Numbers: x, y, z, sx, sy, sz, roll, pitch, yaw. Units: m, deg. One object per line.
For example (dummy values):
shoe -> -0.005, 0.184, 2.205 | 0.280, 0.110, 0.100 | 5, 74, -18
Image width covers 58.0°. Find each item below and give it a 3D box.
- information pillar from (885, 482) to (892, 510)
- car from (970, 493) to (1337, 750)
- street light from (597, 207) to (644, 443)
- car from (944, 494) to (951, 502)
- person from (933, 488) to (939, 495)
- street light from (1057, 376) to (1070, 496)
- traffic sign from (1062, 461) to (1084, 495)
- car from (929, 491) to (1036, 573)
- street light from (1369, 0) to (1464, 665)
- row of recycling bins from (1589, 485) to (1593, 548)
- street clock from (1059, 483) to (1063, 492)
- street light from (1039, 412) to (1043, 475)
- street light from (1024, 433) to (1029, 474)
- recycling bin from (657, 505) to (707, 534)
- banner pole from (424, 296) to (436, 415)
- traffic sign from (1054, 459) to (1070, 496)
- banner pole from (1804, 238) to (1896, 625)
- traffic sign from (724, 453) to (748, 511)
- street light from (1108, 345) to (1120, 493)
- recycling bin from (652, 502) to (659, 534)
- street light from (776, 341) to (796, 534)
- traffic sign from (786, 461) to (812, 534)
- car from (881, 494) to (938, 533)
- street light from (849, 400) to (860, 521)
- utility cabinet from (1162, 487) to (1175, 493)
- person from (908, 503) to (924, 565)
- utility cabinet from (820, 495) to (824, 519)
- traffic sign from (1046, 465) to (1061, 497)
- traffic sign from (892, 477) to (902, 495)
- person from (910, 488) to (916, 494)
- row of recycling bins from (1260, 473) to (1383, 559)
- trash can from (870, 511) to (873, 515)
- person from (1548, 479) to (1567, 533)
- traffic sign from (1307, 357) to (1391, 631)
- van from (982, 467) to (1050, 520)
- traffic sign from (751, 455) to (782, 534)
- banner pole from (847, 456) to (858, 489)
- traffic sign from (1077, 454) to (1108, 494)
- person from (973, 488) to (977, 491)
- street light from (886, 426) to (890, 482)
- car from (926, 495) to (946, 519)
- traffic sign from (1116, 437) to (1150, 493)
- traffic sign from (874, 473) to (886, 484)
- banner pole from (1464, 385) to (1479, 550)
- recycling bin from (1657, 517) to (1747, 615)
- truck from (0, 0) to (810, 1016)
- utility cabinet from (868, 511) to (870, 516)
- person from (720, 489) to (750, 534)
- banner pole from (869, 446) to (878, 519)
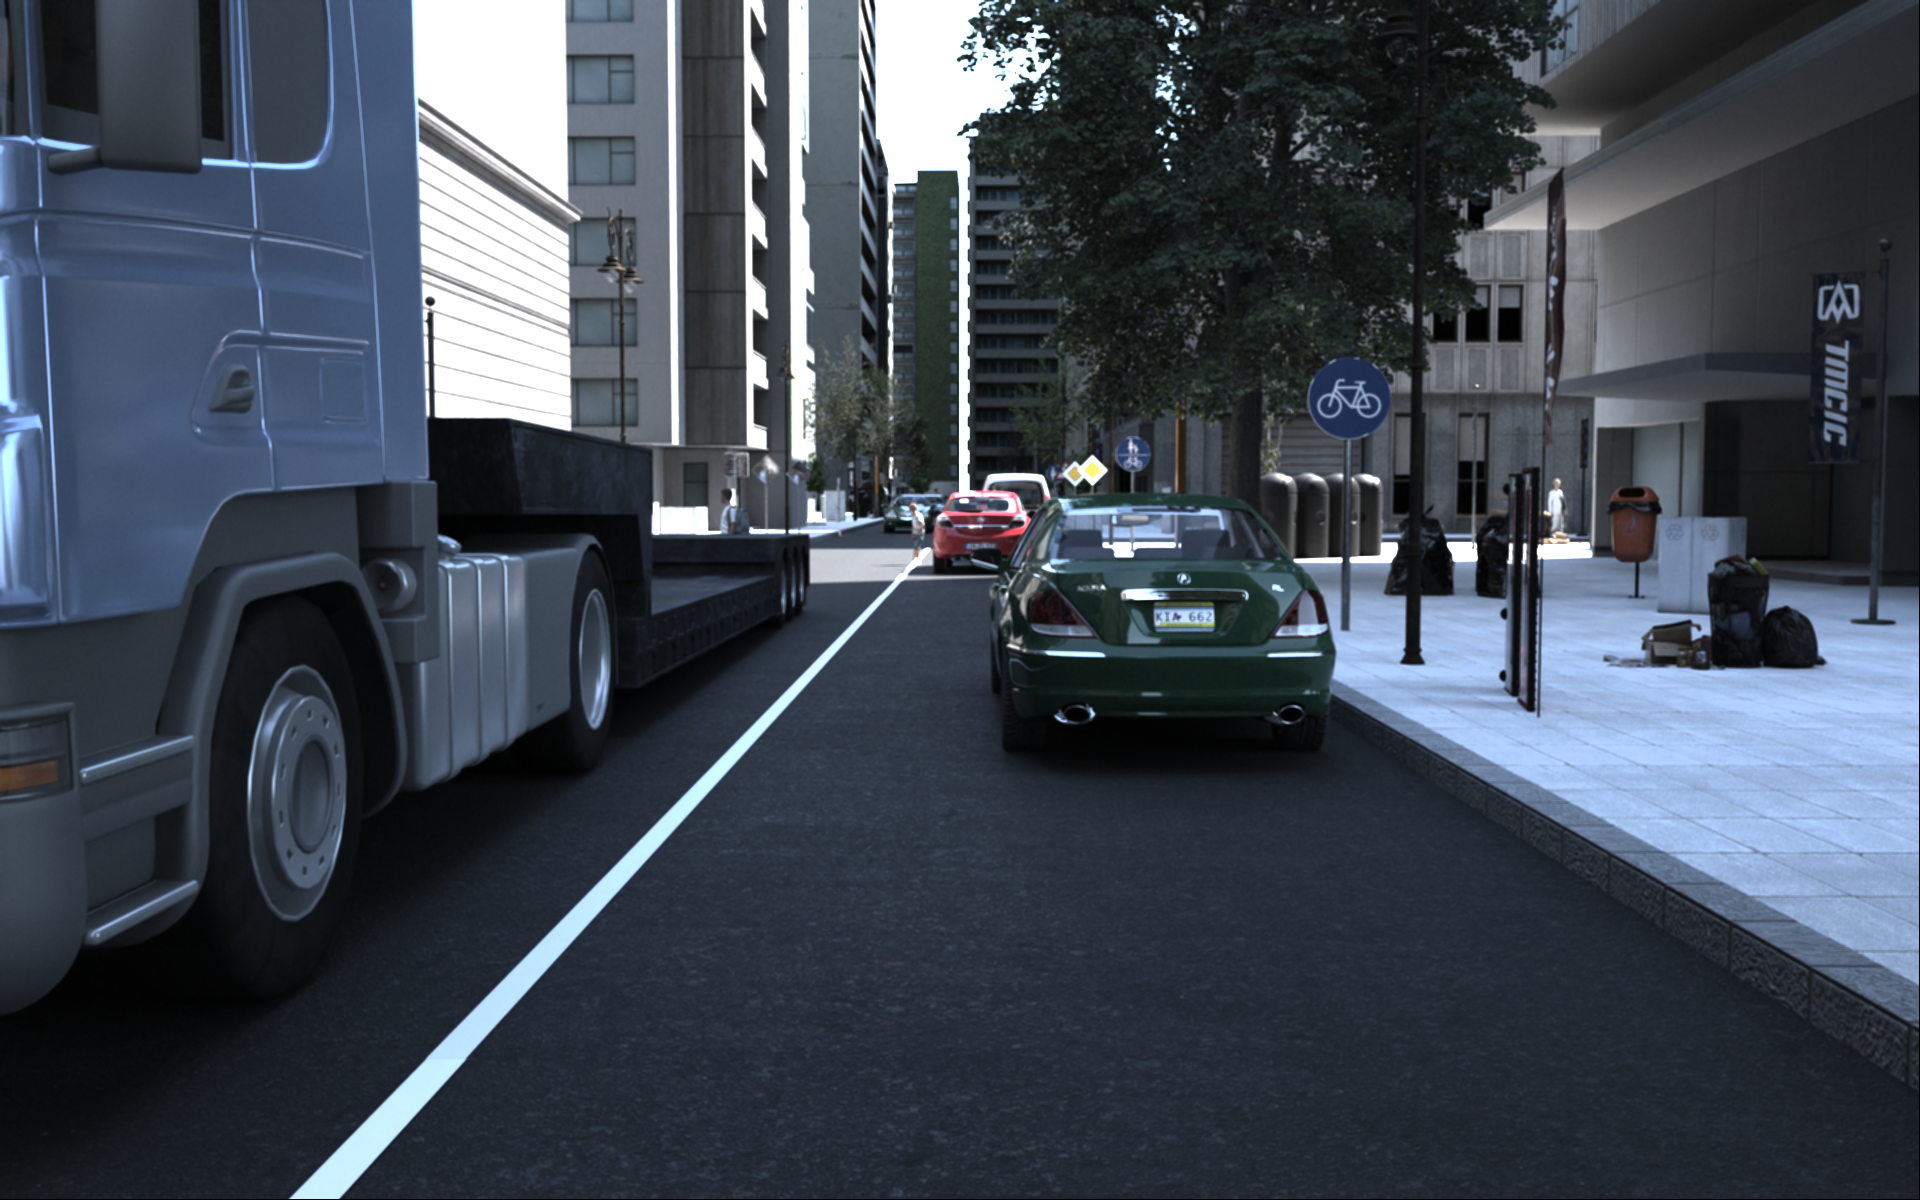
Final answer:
information pillar -> -4.212, -5.944, 101.672 | 0.304, 2.012, 0.304 | -2, 4, -29
car -> 1.131, 0.042, 11.116 | 2.131, 1.459, 4.920 | 0, 4, 0
street light -> -5.496, -3.391, 28.226 | 0.468, 5.910, 1.993 | 0, 4, 1
car -> -0.923, -10.384, 181.775 | 2.014, 1.417, 4.499 | 0, 3, 0
person -> -1.397, -6.023, 107.319 | 0.599, 1.781, 0.374 | 1, 4, 18
street light -> 4.070, -5.821, 67.959 | 0.468, 5.910, 1.993 | 0, 4, 1
traffic sign -> 3.455, -2.959, 52.029 | 0.795, 2.450, 0.064 | 0, 4, 1
car -> 0.461, -1.458, 32.876 | 2.155, 1.783, 4.494 | 0, 4, 2
street light -> 3.420, -2.454, 12.912 | 0.468, 5.910, 1.993 | 0, 4, 1
row of recycling bins -> 15.343, -1.999, 39.802 | 1.069, 1.692, 3.534 | 0, 4, 2
street clock -> 6.423, -6.405, 109.291 | 0.358, 2.002, 0.471 | -2, 4, -25
street light -> 4.497, -7.612, 97.249 | 0.468, 5.910, 1.993 | 0, 4, 1
street light -> 4.871, -9.417, 126.759 | 0.468, 5.910, 1.993 | 0, 4, 1
recycling bin -> -5.305, -1.269, 33.300 | 0.722, 1.027, 0.722 | 1, 4, 10
banner pole -> -6.825, -1.946, 21.828 | 0.401, 3.779, 0.863 | 2, 4, 31
traffic sign -> 3.957, -3.963, 64.798 | 0.884, 2.594, 0.081 | 0, 4, 8
banner pole -> 8.854, -1.661, 17.177 | 0.863, 3.779, 0.401 | 2, 4, 33
traffic sign -> -5.517, -2.479, 42.662 | 0.606, 2.300, 0.079 | 0, 4, 5
street light -> 3.751, -4.282, 42.800 | 0.468, 5.910, 1.993 | 0, 4, 1
recycling bin -> -9.477, -2.415, 52.045 | 0.722, 1.027, 0.722 | 0, 4, 2
street light -> -5.241, -4.864, 52.321 | 0.468, 5.910, 1.993 | 0, 4, 1
traffic sign -> -4.838, -2.967, 52.145 | 0.795, 2.450, 0.064 | 0, 4, 1
car -> -1.883, -3.279, 65.418 | 2.131, 1.459, 4.920 | 0, 4, 1
street light -> -4.999, -6.685, 82.089 | 0.468, 5.910, 1.993 | 0, 4, 1
utility cabinet -> 6.820, -2.926, 56.513 | 0.318, 1.500, 1.173 | 1, 4, 17
person -> -0.877, -1.331, 34.945 | 0.352, 1.250, 0.332 | 1, 4, 8
utility cabinet -> -6.808, -4.838, 90.265 | 0.306, 1.237, 1.020 | 3, 5, 41
traffic sign -> 4.163, -4.629, 75.784 | 0.768, 2.556, 0.104 | 0, 4, 5
traffic sign -> -4.680, -7.727, 126.342 | 0.884, 2.594, 0.081 | 0, 4, 5
person -> -3.011, -6.277, 111.102 | 0.573, 1.828, 0.580 | -3, 5, -44
row of recycling bins -> 7.289, -1.702, 34.945 | 3.534, 1.692, 1.069 | -3, 4, -39
trash can -> -5.676, -5.929, 108.590 | 0.748, 1.137, 0.748 | 0, 3, 0
person -> 16.280, -2.390, 47.454 | 0.818, 1.842, 0.514 | 2, 4, 28
traffic sign -> 3.621, -0.984, 16.199 | 0.768, 2.556, 0.104 | 0, 4, 4
van -> 1.182, -1.874, 37.656 | 2.013, 2.044, 4.112 | 0, 4, 1
traffic sign -> -4.931, -2.478, 44.161 | 0.795, 2.450, 0.064 | 0, 4, 1
banner pole -> -6.942, -7.535, 113.206 | 0.863, 3.779, 0.401 | 0, 4, 7
traffic sign -> 3.362, -2.471, 44.044 | 0.795, 2.450, 0.064 | 0, 4, 1
person -> 0.673, -4.739, 86.818 | 0.643, 1.720, 0.563 | 2, 4, 32
street light -> -4.576, -8.477, 111.379 | 0.468, 5.910, 1.993 | 0, 4, 1
car -> -1.519, -4.783, 90.202 | 2.014, 1.417, 4.499 | 0, 4, 2
traffic sign -> 3.852, -2.357, 38.642 | 0.768, 2.556, 0.104 | 0, 4, 2
traffic sign -> -4.795, -6.292, 102.975 | 0.768, 2.556, 0.104 | 0, 4, 5
banner pole -> 11.899, -3.064, 40.106 | 0.401, 3.779, 0.863 | 1, 4, 12
recycling bin -> 8.034, -0.379, 18.751 | 0.722, 1.027, 0.722 | 3, 5, 40
truck -> -3.071, -1.355, 11.910 | 2.967, 4.110, 18.799 | 0, 3, 0
utility cabinet -> -5.778, -5.638, 103.342 | 0.306, 1.237, 1.020 | 2, 4, 30
person -> -3.331, -0.855, 25.079 | 0.503, 1.515, 0.523 | 3, 5, 43
banner pole -> -4.537, -6.076, 89.357 | 0.401, 3.779, 0.863 | 1, 4, 17
